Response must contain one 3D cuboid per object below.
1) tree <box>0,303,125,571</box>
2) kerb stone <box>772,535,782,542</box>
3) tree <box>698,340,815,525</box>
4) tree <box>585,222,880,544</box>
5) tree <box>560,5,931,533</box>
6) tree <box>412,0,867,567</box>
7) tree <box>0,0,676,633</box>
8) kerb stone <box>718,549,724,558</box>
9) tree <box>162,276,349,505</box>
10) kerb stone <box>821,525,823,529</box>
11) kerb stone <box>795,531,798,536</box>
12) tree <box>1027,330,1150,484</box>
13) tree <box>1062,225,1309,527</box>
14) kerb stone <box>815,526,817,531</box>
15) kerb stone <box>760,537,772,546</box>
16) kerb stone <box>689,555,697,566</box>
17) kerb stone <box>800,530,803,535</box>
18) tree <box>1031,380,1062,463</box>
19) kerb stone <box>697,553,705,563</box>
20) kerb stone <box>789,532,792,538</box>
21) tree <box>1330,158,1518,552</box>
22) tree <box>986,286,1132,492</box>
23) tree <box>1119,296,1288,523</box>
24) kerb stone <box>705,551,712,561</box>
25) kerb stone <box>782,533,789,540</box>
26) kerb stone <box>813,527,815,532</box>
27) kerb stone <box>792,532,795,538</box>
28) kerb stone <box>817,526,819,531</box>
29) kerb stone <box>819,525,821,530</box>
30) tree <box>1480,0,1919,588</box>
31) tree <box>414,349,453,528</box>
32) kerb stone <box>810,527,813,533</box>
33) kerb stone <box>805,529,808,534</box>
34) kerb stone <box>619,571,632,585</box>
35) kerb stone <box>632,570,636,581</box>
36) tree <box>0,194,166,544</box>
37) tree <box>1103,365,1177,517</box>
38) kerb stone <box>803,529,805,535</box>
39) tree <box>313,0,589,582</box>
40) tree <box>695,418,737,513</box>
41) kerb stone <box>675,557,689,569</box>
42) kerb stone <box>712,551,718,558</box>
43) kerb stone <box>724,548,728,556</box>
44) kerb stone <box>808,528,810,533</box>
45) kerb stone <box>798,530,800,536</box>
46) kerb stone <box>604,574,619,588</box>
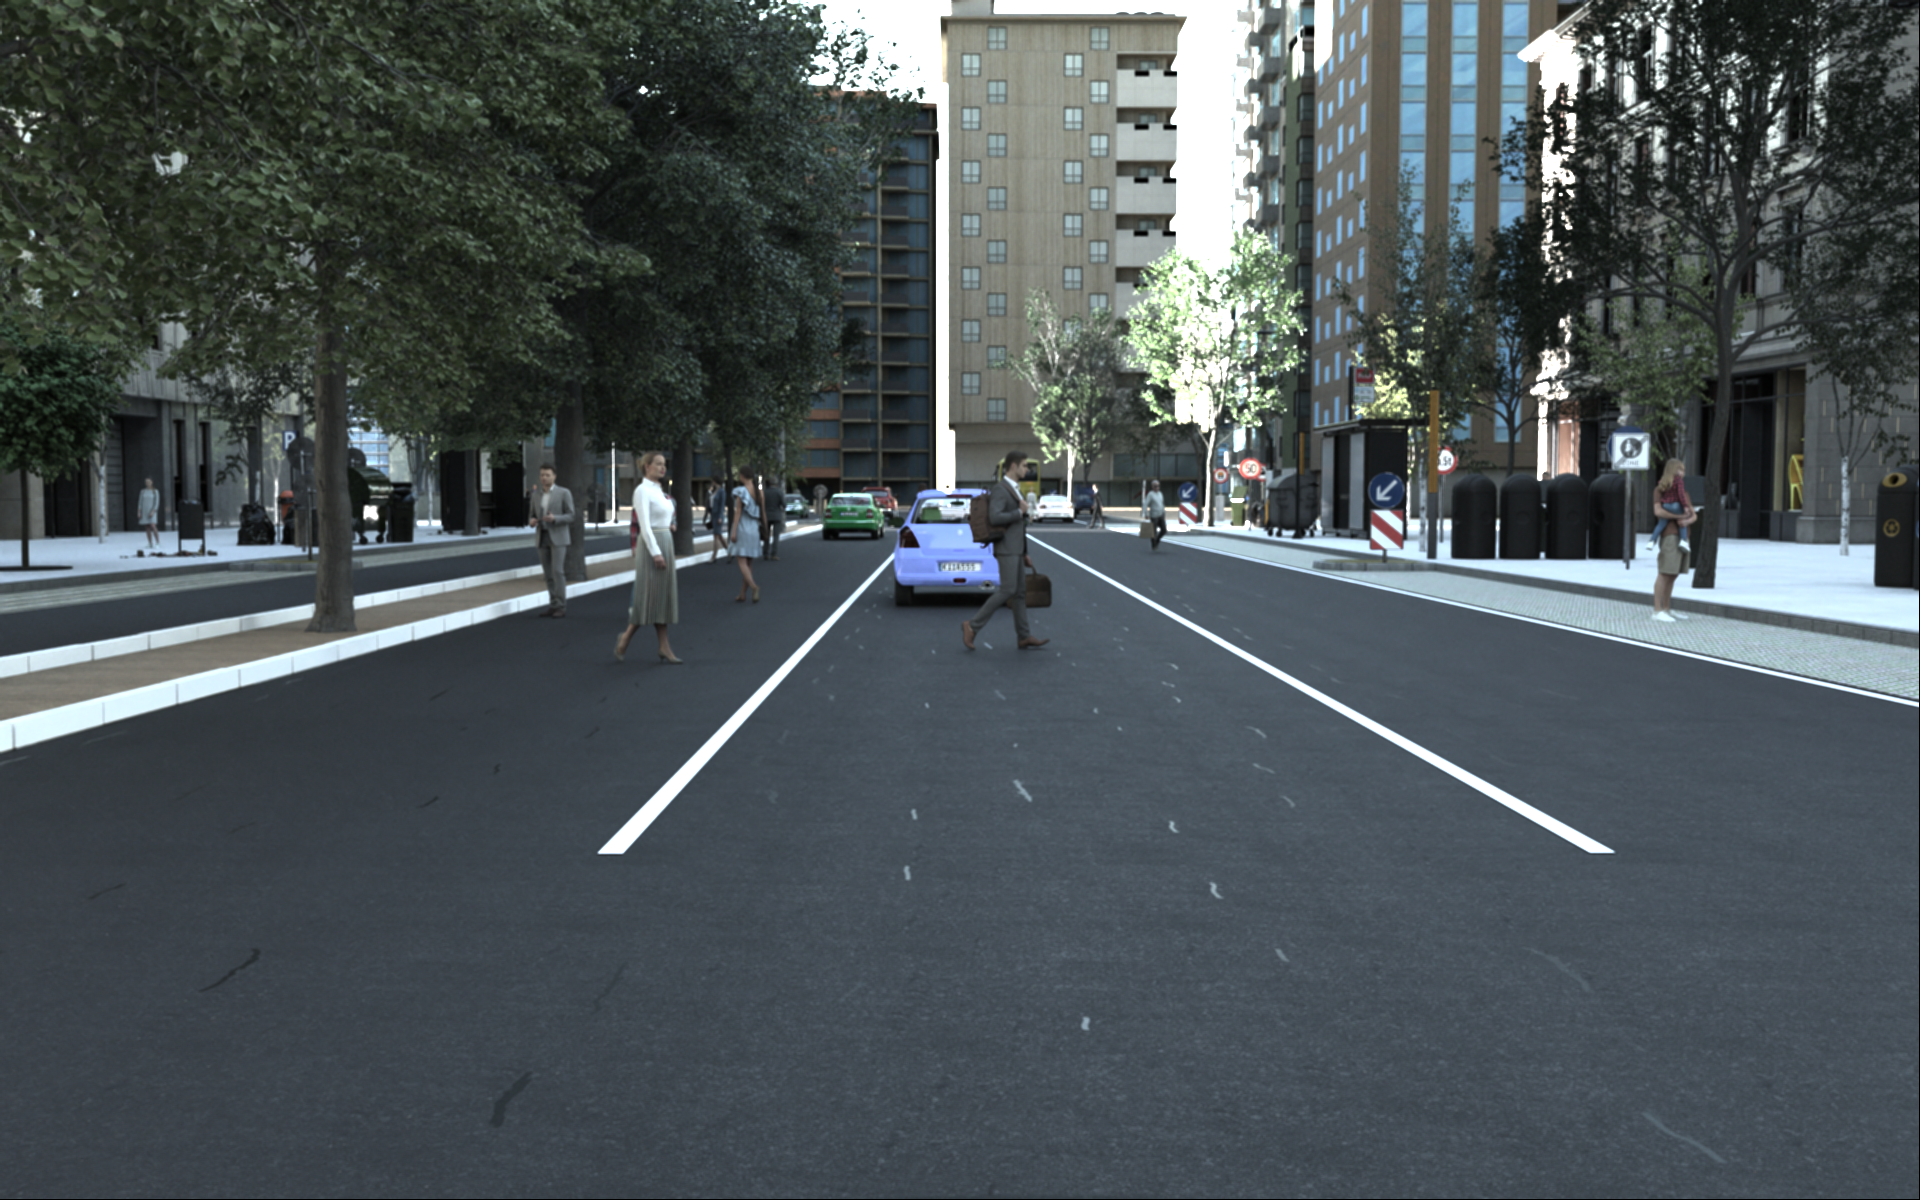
[{"bbox_3d":[-15.974,-2.788,29.298,4.285,4.588,4.351,0,3,0],"label":"tree"},{"bbox_3d":[-5.553,-1.841,52.293,0.120,0.150,1.000,0,4,0],"label":"kerb stone"},{"bbox_3d":[-6.498,-6.275,55.422,4.737,8.622,4.395,0,3,0],"label":"tree"},{"bbox_3d":[-6.421,-6.865,49.105,8.767,10.594,7.601,0,4,0],"label":"tree"},{"bbox_3d":[-7.819,-12.567,63.821,12.611,20.169,13.585,0,3,0],"label":"tree"},{"bbox_3d":[-6.558,-8.017,40.189,9.857,13.997,8.962,0,3,0],"label":"tree"},{"bbox_3d":[-6.602,-5.959,18.022,7.486,12.596,7.792,0,3,0],"label":"tree"},{"bbox_3d":[-5.495,-1.026,38.966,0.120,0.150,1.000,0,4,0],"label":"kerb stone"},{"bbox_3d":[-22.643,-6.405,55.089,4.360,8.622,3.978,0,3,0],"label":"tree"},{"bbox_3d":[-5.622,-2.845,68.708,0.120,0.150,1.000,0,4,0],"label":"kerb stone"},{"bbox_3d":[-5.576,-2.153,57.415,0.120,0.150,1.000,0,4,0],"label":"kerb stone"},{"bbox_3d":[9.437,-13.347,128.590,12.009,13.543,11.850,0,3,0],"label":"tree"},{"bbox_3d":[9.795,-8.621,66.705,9.928,11.665,9.643,0,3,0],"label":"tree"},{"bbox_3d":[-5.612,-2.651,65.620,0.120,0.150,1.000,0,4,0],"label":"kerb stone"},{"bbox_3d":[-5.537,-1.653,49.215,0.120,0.150,1.000,0,4,0],"label":"kerb stone"},{"bbox_3d":[-5.470,-0.769,34.855,0.120,0.150,1.000,0,4,0],"label":"kerb stone"},{"bbox_3d":[-5.589,-2.279,59.465,0.120,0.150,1.000,0,4,0],"label":"kerb stone"},{"bbox_3d":[9.520,-13.482,146.186,9.928,11.665,9.643,0,3,0],"label":"tree"},{"bbox_3d":[-5.478,-0.836,35.883,0.120,0.150,1.000,0,4,0],"label":"kerb stone"},{"bbox_3d":[-5.570,-2.025,55.365,0.120,0.150,1.000,0,4,0],"label":"kerb stone"},{"bbox_3d":[10.205,-5.359,37.974,4.360,8.622,3.978,0,3,0],"label":"tree"},{"bbox_3d":[8.838,-18.568,159.471,12.611,20.169,13.585,0,3,0],"label":"tree"},{"bbox_3d":[10.922,-8.739,77.293,8.767,10.594,7.601,2,4,34],"label":"tree"},{"bbox_3d":[-5.477,-0.900,36.911,0.120,0.150,1.000,0,4,0],"label":"kerb stone"},{"bbox_3d":[-5.558,-1.966,54.338,0.120,0.150,1.000,0,4,0],"label":"kerb stone"},{"bbox_3d":[-5.609,-2.593,64.598,0.120,0.150,1.000,0,4,0],"label":"kerb stone"},{"bbox_3d":[-5.571,-2.091,56.388,0.120,0.150,1.000,0,4,0],"label":"kerb stone"},{"bbox_3d":[-5.615,-2.719,66.646,0.120,0.150,1.000,0,4,0],"label":"kerb stone"},{"bbox_3d":[-5.621,-2.779,67.668,0.120,0.150,1.000,0,4,0],"label":"kerb stone"},{"bbox_3d":[10.435,-5.427,23.136,7.601,10.594,8.767,2,4,31],"label":"tree"},{"bbox_3d":[-20.455,-6.989,64.630,4.360,8.622,3.978,0,3,0],"label":"tree"},{"bbox_3d":[-5.604,-2.531,63.573,0.120,0.150,1.000,0,4,0],"label":"kerb stone"},{"bbox_3d":[-5.595,-2.405,61.520,0.120,0.150,1.000,0,4,0],"label":"kerb stone"},{"bbox_3d":[-5.440,-0.335,27.673,0.120,0.150,1.000,0,4,0],"label":"kerb stone"},{"bbox_3d":[-5.447,-0.398,28.695,0.120,0.150,1.000,0,4,0],"label":"kerb stone"},{"bbox_3d":[-22.510,-5.775,44.781,4.737,8.622,4.395,0,3,0],"label":"tree"},{"bbox_3d":[10.050,-8.860,95.229,4.360,8.622,3.978,0,3,0],"label":"tree"},{"bbox_3d":[-5.591,-2.342,60.494,0.120,0.150,1.000,0,4,0],"label":"kerb stone"},{"bbox_3d":[-6.490,-7.283,28.185,9.857,13.997,8.962,0,3,0],"label":"tree"},{"bbox_3d":[-16.300,-10.235,117.710,4.360,8.622,3.978,0,3,0],"label":"tree"},{"bbox_3d":[-5.473,-0.705,33.833,0.120,0.150,1.000,0,4,0],"label":"kerb stone"},{"bbox_3d":[-5.488,-0.963,37.940,0.120,0.150,1.000,0,4,0],"label":"kerb stone"},{"bbox_3d":[-5.500,-1.088,39.991,0.120,0.150,1.000,0,4,0],"label":"kerb stone"},{"bbox_3d":[-5.602,-2.464,62.542,0.120,0.150,1.000,0,4,0],"label":"kerb stone"},{"bbox_3d":[-5.589,-2.217,58.437,0.120,0.150,1.000,0,4,0],"label":"kerb stone"},{"bbox_3d":[-5.436,-0.271,26.648,0.120,0.150,1.000,0,4,0],"label":"kerb stone"}]
